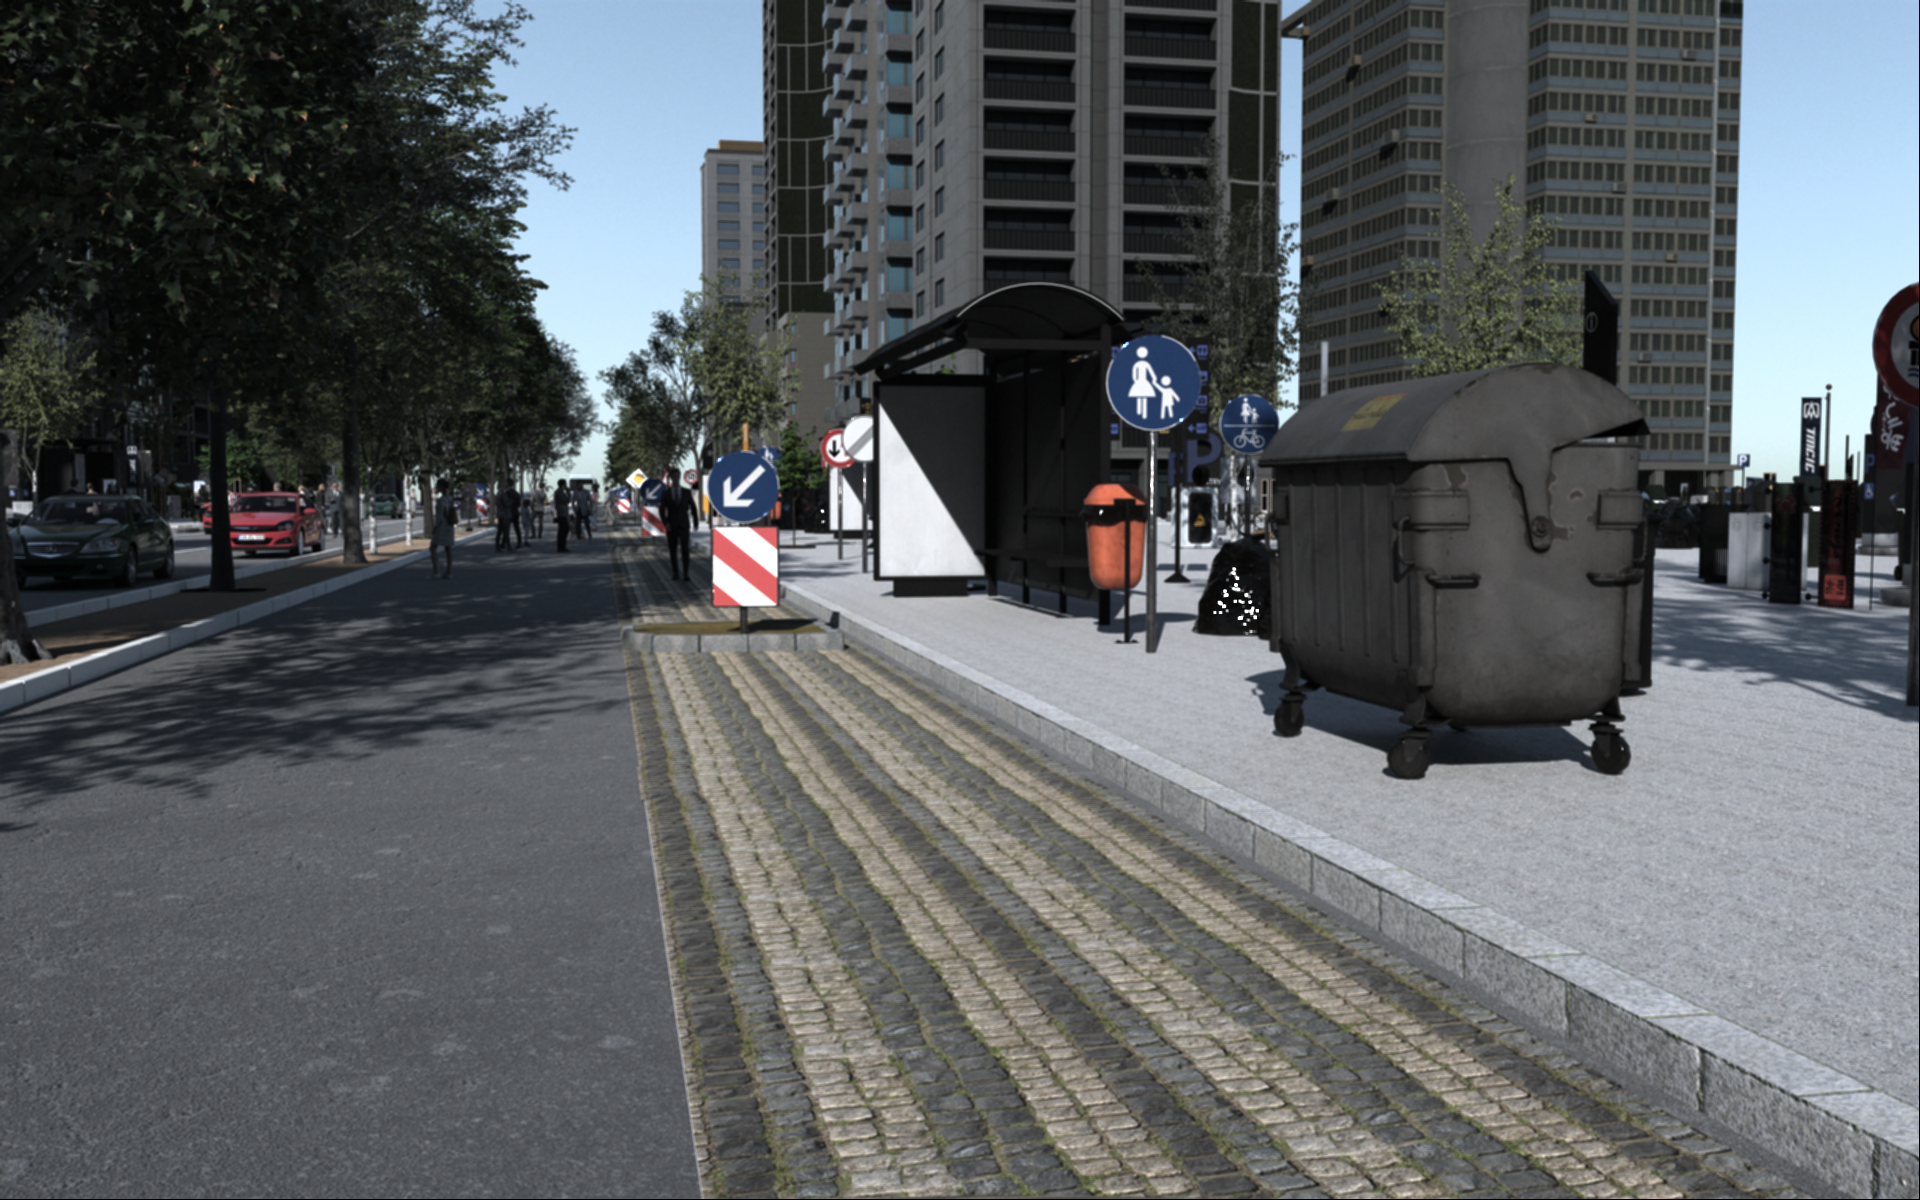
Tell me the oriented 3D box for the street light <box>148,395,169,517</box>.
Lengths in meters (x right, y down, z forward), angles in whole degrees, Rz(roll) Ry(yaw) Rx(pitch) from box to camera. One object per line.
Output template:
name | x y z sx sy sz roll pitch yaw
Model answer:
street light | -33.092 -6.047 71.657 0.468 5.910 1.993 -1 4 -12

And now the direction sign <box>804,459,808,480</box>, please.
direction sign | -9.866 -7.118 108.370 0.876 3.537 0.379 -3 5 -41

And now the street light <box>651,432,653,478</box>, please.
street light | -21.305 -8.992 119.805 0.468 5.910 1.993 -1 4 -12

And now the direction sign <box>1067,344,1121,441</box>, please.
direction sign | 1.900 -2.039 25.336 0.876 3.537 0.379 0 4 2

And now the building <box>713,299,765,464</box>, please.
building | -29.379 -29.911 260.743 14.160 30.474 14.107 -1 4 -12

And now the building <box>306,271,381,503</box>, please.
building | -100.102 -33.875 245.731 32.217 40.220 23.993 -1 4 -12

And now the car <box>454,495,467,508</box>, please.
car | -44.306 -8.545 152.288 1.945 1.354 3.894 -1 4 -12

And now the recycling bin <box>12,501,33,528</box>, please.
recycling bin | -32.371 -2.899 59.949 0.722 1.027 0.722 -2 4 -30

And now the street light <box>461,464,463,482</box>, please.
street light | -65.509 -15.612 228.046 0.468 5.910 1.993 -1 4 -12

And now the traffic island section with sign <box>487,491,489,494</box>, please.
traffic island section with sign | -67.822 -14.692 248.844 1.989 1.847 2.006 -1 4 -12

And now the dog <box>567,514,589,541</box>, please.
dog | -11.684 -2.228 53.260 0.800 0.831 0.513 0 4 0

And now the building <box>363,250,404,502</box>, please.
building | -100.346 -44.644 271.930 21.231 58.520 28.212 -1 4 -12

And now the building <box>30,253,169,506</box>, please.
building | -65.359 -18.454 120.803 14.460 24.649 34.723 -1 4 -12

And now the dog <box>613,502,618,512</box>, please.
dog | -27.913 -7.565 140.523 0.513 0.831 0.800 -2 4 -23

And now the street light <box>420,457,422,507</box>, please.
street light | -54.782 -12.428 175.992 0.468 5.910 1.993 -1 4 -12

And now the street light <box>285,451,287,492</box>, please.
street light | -39.060 -7.801 100.327 0.468 5.910 1.993 -1 4 -12

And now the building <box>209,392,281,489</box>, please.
building | -74.074 -31.655 167.673 14.600 45.320 14.200 -1 4 -12

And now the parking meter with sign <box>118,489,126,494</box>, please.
parking meter with sign | -55.093 -7.105 112.422 1.738 3.016 0.543 -3 5 -40

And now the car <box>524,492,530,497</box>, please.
car | -70.462 -16.669 282.127 1.945 1.707 3.694 -1 4 -13

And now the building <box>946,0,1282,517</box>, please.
building | 8.957 -40.686 103.471 20.611 71.187 20.563 -1 4 -12

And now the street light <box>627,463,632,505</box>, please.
street light | -37.050 -13.593 195.024 0.468 5.910 1.993 -1 4 -12

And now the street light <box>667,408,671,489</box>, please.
street light | -15.342 -7.238 91.133 0.468 5.910 1.993 -1 4 -12

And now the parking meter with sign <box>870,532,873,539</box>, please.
parking meter with sign | -1.916 -3.312 50.407 1.738 3.016 0.543 -3 5 -39

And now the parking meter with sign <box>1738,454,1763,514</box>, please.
parking meter with sign | 35.164 -4.911 76.557 1.738 3.016 0.543 -2 4 -28

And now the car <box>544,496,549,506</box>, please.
car | -52.729 -12.704 217.929 2.015 1.641 3.980 -1 4 -10

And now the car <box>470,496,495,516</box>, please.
car | -31.289 -6.143 113.010 1.945 1.354 3.894 -1 4 -12

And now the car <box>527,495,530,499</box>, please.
car | -50.766 -11.920 206.889 2.014 1.417 4.499 -1 4 -12

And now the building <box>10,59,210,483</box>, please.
building | -74.692 -43.456 148.759 20.563 71.187 20.611 -1 4 -12

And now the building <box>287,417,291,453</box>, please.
building | -78.049 -30.495 182.179 14.154 41.232 14.086 -1 4 -12

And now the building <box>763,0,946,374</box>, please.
building | -14.084 -46.809 203.576 20.563 71.187 20.611 -1 4 -12

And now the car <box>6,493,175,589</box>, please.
car | -13.920 -0.977 27.767 2.131 1.459 4.920 -1 4 -14

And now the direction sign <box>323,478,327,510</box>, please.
direction sign | -52.566 -9.244 143.136 0.379 3.537 0.876 -1 4 -22

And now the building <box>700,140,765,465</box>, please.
building | -33.339 -46.093 295.619 21.231 58.520 28.212 -1 4 -12

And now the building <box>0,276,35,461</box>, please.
building | -59.271 -15.283 91.673 13.314 21.916 24.055 -1 4 -12

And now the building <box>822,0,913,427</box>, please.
building | 1.510 -31.434 133.553 23.786 49.044 30.456 -1 4 -12

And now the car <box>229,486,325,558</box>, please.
car | -15.935 -1.898 40.076 2.155 1.783 4.494 -1 4 -11

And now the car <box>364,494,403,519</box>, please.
car | -33.522 -5.432 100.607 2.131 1.459 4.920 -1 4 -11

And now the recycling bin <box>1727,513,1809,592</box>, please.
recycling bin | 10.813 -0.651 23.194 0.722 1.027 0.722 -1 4 -21

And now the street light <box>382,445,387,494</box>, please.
street light | -48.753 -10.650 146.922 0.468 5.910 1.993 -1 4 -12

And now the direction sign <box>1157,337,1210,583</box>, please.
direction sign | 3.158 -2.022 25.062 0.876 3.537 0.379 0 4 3

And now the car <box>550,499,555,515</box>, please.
car | -26.992 -6.494 118.537 2.083 1.381 4.827 -1 4 -12

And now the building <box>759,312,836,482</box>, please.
building | -5.807 -20.583 181.571 27.650 21.520 28.899 -1 4 -12

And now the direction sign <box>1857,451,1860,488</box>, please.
direction sign | 47.763 -6.124 92.131 0.379 3.537 0.876 2 4 25

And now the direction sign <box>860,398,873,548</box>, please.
direction sign | -2.039 -2.997 41.002 0.379 3.537 0.876 3 5 42

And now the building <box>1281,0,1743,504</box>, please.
building | 37.559 -25.922 115.700 23.993 40.220 32.217 -1 4 -12

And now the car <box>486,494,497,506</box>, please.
car | -56.507 -12.182 208.214 2.155 1.783 4.494 -1 4 -11

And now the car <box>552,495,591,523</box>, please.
car | -19.509 -4.578 87.208 2.083 1.381 4.827 -1 4 -11

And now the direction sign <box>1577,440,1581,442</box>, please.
direction sign | 18.872 -3.689 52.308 0.876 3.537 0.379 -3 4 -36

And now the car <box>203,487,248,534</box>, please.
car | -26.302 -3.307 63.102 2.155 1.783 4.494 -1 4 -12

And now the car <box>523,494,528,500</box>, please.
car | -67.972 -15.709 269.209 2.083 1.381 4.827 -1 4 -12

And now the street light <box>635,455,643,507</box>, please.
street light | -30.964 -11.830 166.200 0.468 5.910 1.993 -1 4 -12
